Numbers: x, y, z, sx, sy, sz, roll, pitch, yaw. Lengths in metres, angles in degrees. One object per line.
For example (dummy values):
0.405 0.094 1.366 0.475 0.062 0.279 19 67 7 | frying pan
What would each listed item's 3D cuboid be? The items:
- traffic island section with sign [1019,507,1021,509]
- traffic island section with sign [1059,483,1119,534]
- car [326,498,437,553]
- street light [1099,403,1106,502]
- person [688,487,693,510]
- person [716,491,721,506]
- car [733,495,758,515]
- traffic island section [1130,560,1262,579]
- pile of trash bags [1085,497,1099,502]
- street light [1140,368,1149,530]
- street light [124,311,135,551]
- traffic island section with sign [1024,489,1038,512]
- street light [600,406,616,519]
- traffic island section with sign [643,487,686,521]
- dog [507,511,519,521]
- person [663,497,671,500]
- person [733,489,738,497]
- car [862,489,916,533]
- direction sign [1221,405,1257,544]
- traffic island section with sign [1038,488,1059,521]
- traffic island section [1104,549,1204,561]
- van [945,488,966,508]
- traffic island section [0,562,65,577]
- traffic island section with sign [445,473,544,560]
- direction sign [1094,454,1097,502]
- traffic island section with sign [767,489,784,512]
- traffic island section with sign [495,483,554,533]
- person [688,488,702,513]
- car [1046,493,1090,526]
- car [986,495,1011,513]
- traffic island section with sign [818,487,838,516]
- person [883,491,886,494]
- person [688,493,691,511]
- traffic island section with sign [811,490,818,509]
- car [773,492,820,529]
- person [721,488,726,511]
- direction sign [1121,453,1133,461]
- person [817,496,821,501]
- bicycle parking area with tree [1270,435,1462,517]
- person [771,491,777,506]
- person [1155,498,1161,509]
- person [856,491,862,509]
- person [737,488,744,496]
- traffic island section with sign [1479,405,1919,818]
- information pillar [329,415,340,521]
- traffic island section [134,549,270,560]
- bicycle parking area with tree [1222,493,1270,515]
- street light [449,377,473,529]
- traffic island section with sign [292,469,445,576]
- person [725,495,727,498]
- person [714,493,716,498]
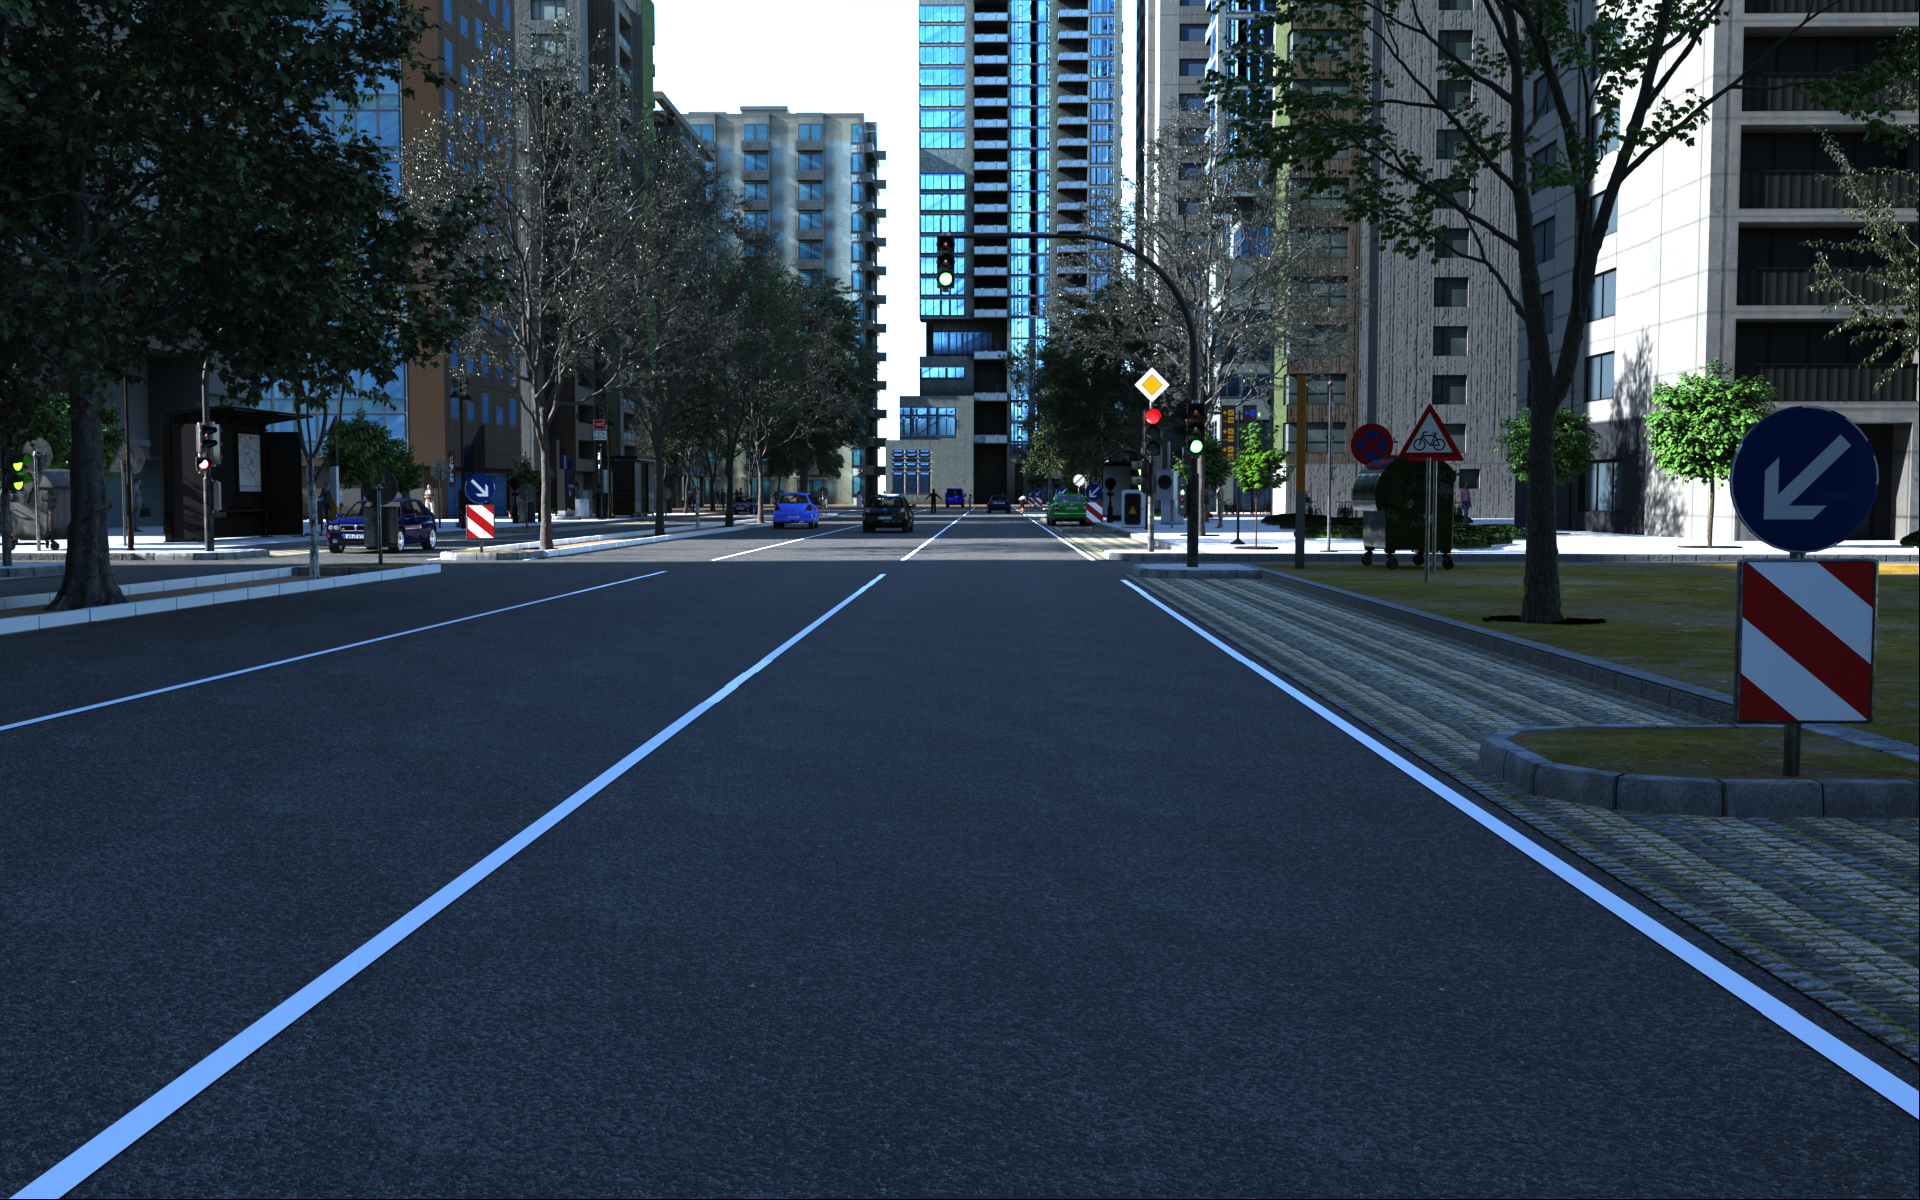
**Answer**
6.708 -9.698 167.190 1.989 1.847 2.006 0 4 1 | traffic island section with sign
4.739 -3.334 63.138 1.989 1.847 2.006 0 4 1 | traffic island section with sign
-14.426 -1.878 43.283 1.945 1.354 3.894 0 4 1 | car
7.156 -6.998 87.208 0.468 5.910 1.993 0 4 1 | street light
-21.644 -8.151 139.176 0.599 1.838 0.709 3 5 43 | person
-26.100 -11.001 187.386 0.593 1.643 0.415 -1 4 -17 | person
-15.210 -6.693 122.010 1.945 1.354 3.894 0 4 1 | car
4.111 -0.504 30.520 2.009 0.180 2.903 0 4 1 | traffic island section
8.722 -5.871 105.745 1.912 1.369 3.447 -2 4 -28 | pile of trash bags
6.752 -5.477 62.334 0.468 5.910 1.993 0 4 1 | street light
-18.880 -4.065 39.252 0.468 5.910 1.993 0 4 1 | street light
6.192 -8.050 140.240 1.989 1.847 2.006 0 4 1 | traffic island section with sign
-18.021 -7.098 88.835 0.468 5.910 1.993 0 4 1 | street light
-15.547 -5.060 91.359 1.989 1.847 2.006 0 4 1 | traffic island section with sign
-20.891 -3.934 81.146 0.406 0.507 0.540 3 4 38 | dog
-24.804 -8.476 144.757 1.348 1.807 0.705 -1 4 -23 | person
-23.556 -10.793 182.647 1.348 1.807 0.705 -3 5 -45 | person
-2.689 -3.393 65.263 2.009 1.686 4.222 0 4 2 | car
7.097 -3.189 44.133 0.876 3.537 0.379 0 4 8 | direction sign
5.281 -5.077 91.643 1.989 1.847 2.006 0 4 1 | traffic island section with sign
4.262 -0.992 38.504 2.009 0.180 2.903 0 4 1 | traffic island section
-0.510 -10.998 184.206 2.240 2.365 5.245 0 4 2 | van
-17.027 -0.529 30.925 2.009 0.180 2.903 0 4 1 | traffic island section
-10.456 -1.854 38.443 2.006 1.907 1.989 0 4 1 | traffic island section with sign
7.603 -6.422 97.005 0.379 3.537 0.876 0 4 -4 | direction sign
-14.613 -8.076 140.673 1.989 1.847 2.006 0 4 1 | traffic island section with sign
-16.071 -3.379 63.867 1.989 1.847 2.006 0 4 1 | traffic island section with sign
-18.465 -6.957 120.514 1.217 1.743 0.721 -1 4 -22 | person
4.884 -4.246 78.220 1.959 1.807 4.718 0 4 0 | car
2.924 -7.218 130.599 1.945 1.354 3.894 0 4 -1 | car
-9.038 -6.448 113.568 2.006 1.907 1.989 0 4 1 | traffic island section with sign
-6.511 -8.574 149.629 0.756 1.711 0.436 -2 4 -24 | person
-20.137 -7.278 128.264 0.421 1.427 0.697 -1 4 -17 | person
-14.105 -9.725 167.623 1.989 1.847 2.006 0 4 1 | traffic island section with sign
-6.840 -3.842 72.413 1.945 1.707 3.694 0 4 -1 | car
-18.143 -7.684 132.587 0.530 1.710 0.541 3 4 36 | person
8.613 -5.937 89.060 0.876 3.537 0.379 -3 5 -41 | direction sign
-14.380 -10.111 177.038 0.599 1.433 0.991 -2 4 -24 | person
20.443 -5.910 83.625 8.231 4.147 9.016 2 4 27 | bicycle parking area with tree
-20.569 -11.254 193.324 1.217 1.723 0.721 1 4 12 | person
15.161 -7.475 131.489 0.991 1.433 0.599 1 4 13 | person
-9.368 -9.280 160.889 0.551 1.740 0.621 -3 5 -42 | person
-17.754 -8.215 140.437 0.705 1.814 1.350 -3 5 -42 | person
3.703 0.004 8.568 1.989 1.847 2.006 0 4 1 | traffic island section with sign
-18.665 -3.690 51.682 0.183 3.616 0.504 -3 5 -42 | information pillar
-16.875 -1.017 38.909 2.009 0.180 2.903 0 4 1 | traffic island section
20.890 -7.470 109.133 8.231 4.147 9.016 3 4 37 | bicycle parking area with tree
-18.417 -5.581 64.043 0.468 5.910 1.993 0 4 1 | street light
-10.607 -1.401 31.038 2.006 1.907 1.989 0 4 1 | traffic island section with sign
-23.470 -10.413 175.921 0.705 1.869 1.348 -3 4 -37 | person
-23.511 -9.534 165.164 0.421 1.427 0.697 3 4 36 | person
